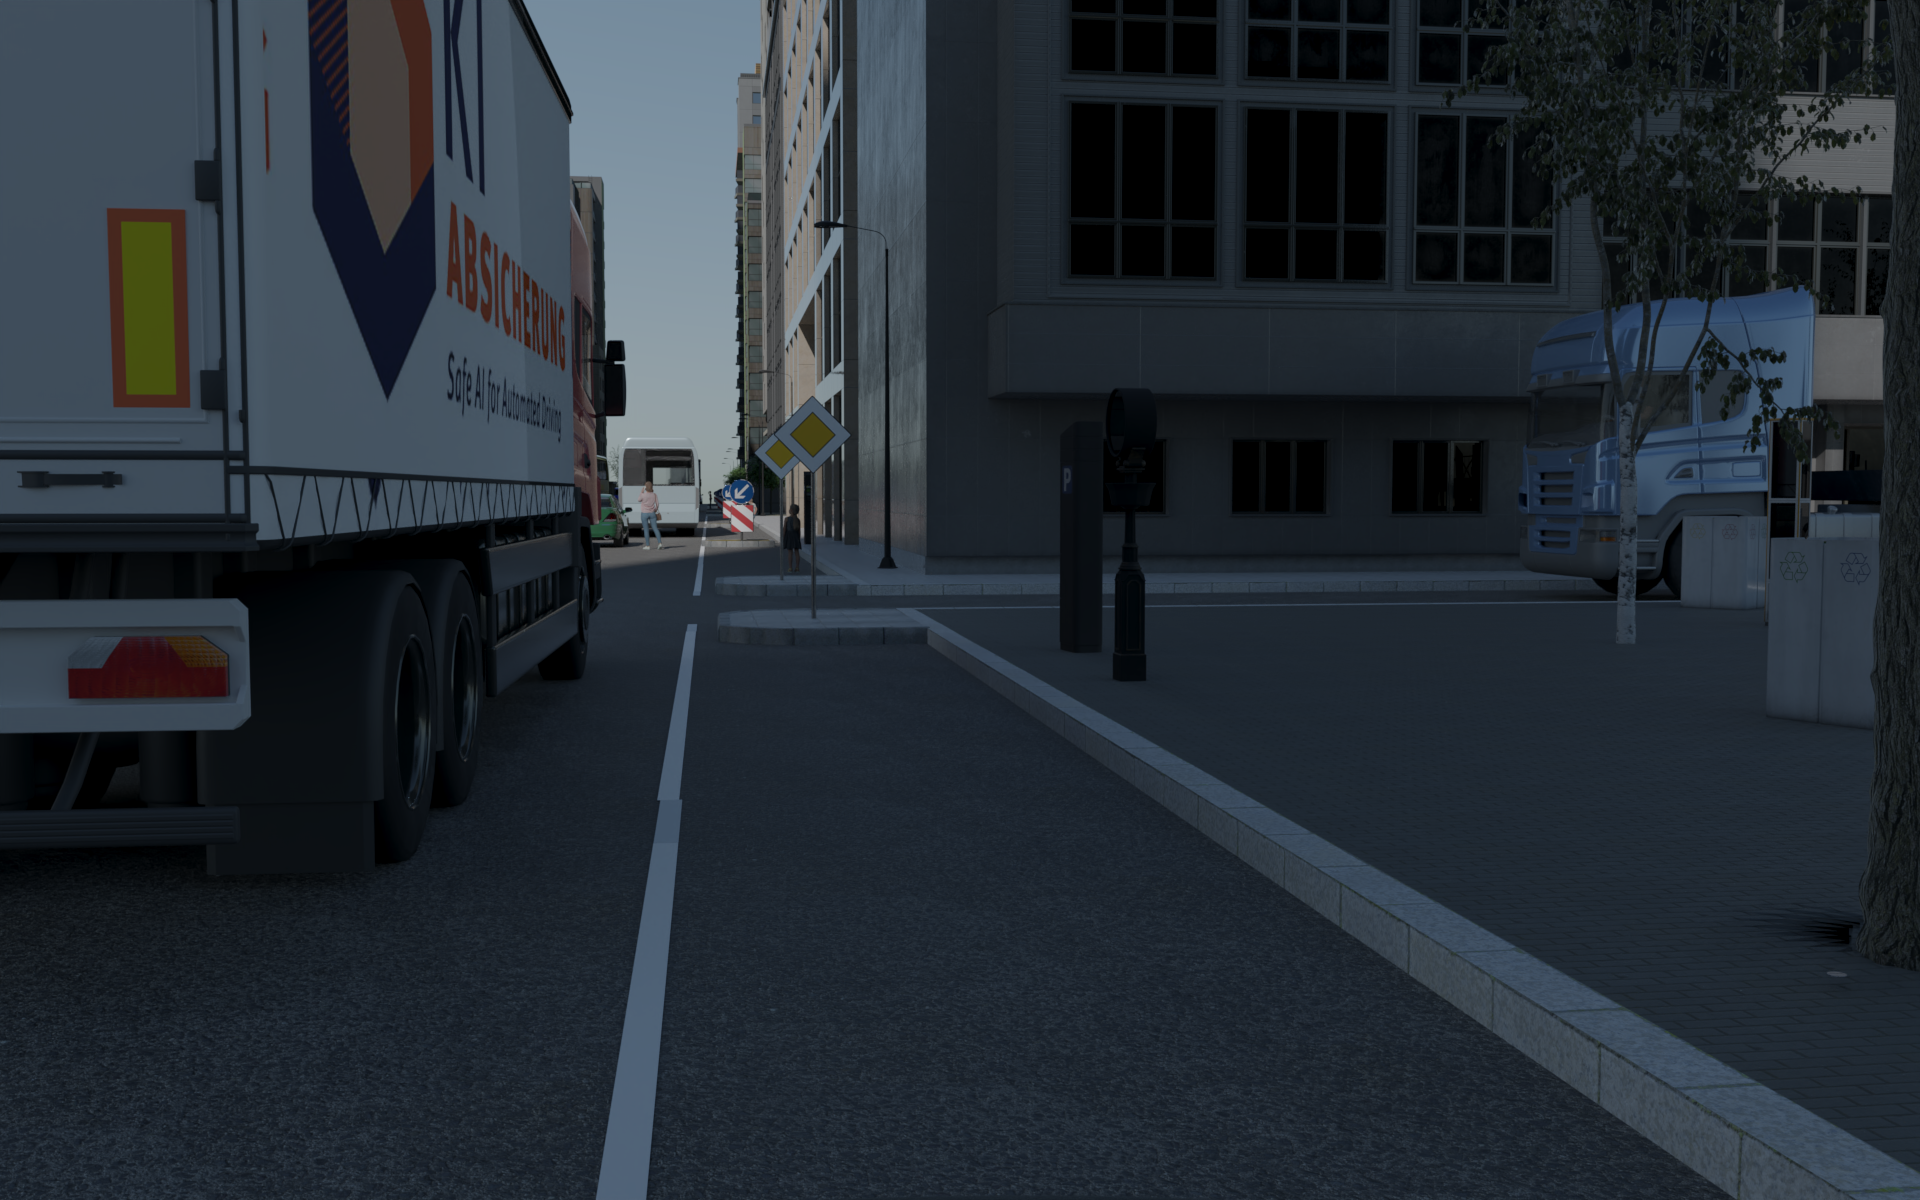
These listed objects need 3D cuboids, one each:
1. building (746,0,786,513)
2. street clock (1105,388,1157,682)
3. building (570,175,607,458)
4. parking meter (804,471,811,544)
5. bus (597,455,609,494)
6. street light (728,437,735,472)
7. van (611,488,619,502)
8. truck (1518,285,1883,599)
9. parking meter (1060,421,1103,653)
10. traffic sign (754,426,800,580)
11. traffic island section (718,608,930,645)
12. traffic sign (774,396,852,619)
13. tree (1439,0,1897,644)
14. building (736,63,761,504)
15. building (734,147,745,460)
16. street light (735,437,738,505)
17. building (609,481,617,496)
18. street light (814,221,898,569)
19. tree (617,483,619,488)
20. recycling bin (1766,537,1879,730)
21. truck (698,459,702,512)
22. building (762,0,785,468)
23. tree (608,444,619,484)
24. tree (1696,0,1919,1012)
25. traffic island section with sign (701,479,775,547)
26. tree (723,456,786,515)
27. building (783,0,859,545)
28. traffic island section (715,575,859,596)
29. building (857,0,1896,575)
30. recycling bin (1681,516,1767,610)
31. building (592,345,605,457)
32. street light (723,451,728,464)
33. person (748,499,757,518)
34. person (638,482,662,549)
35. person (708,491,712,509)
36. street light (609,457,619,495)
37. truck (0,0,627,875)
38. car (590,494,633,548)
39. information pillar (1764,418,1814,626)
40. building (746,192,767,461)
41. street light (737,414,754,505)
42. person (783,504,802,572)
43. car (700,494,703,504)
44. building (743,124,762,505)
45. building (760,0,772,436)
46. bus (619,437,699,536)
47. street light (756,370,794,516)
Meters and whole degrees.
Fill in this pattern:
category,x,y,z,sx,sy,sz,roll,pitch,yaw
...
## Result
category,x,y,z,sx,sy,sz,roll,pitch,yaw
building,-4.996,-41.911,123.493,20.563,71.187,20.611,-1,4,-8
street clock,1.168,-0.448,11.889,0.358,2.002,0.471,-1,4,-12
building,-51.706,-32.561,215.961,14.154,41.232,14.086,-1,4,-8
parking meter,-3.846,-2.355,44.219,0.255,1.863,0.399,-1,4,-11
bus,-20.678,-6.216,93.182,2.896,3.916,12.252,0,4,-7
street light,-17.848,-10.287,140.725,1.470,5.913,1.316,-1,4,-8
van,-30.828,-9.469,159.198,2.240,2.365,5.245,0,4,-7
truck,16.511,-2.092,23.968,18.799,4.110,2.967,0,4,-6
parking meter,0.987,-0.515,14.128,0.255,1.863,0.399,-1,4,-17
traffic sign,-2.652,-1.349,25.692,0.795,2.450,0.064,-1,4,-8
traffic island section,-1.487,0.270,17.869,2.009,0.180,2.903,-1,4,-8
traffic sign,-1.509,-0.865,17.789,0.795,2.450,0.064,-1,4,-8
tree,5.743,-3.916,14.391,4.360,8.622,3.978,0,3,0
building,-20.756,-43.006,245.148,21.231,58.520,28.212,-1,4,-8
building,-16.929,-34.400,217.070,22.147,44.769,28.867,-1,4,-8
street light,-12.756,-8.129,105.442,1.470,5.913,1.316,-1,4,-8
building,-63.226,-33.173,234.257,32.217,40.220,23.993,-1,4,-8
street light,-1.787,-3.494,29.672,1.470,5.913,1.316,-1,4,-8
tree,-49.755,-15.689,251.115,1.663,3.219,1.824,0,3,0
recycling bin,5.110,0.167,9.817,0.722,1.027,0.722,-2,4,-30
truck,-22.915,-9.510,144.399,2.839,4.237,11.283,-1,4,-9
building,-2.617,-18.101,89.459,14.314,27.812,24.014,-1,4,-8
tree,-50.314,-18.725,256.522,4.360,8.622,3.978,0,3,0
tree,2.748,-4.823,4.612,9.928,11.665,9.643,0,3,0
traffic island section with sign,-6.143,-2.397,47.814,1.989,1.847,2.006,-1,4,-8
tree,-11.853,-7.664,109.016,4.285,4.588,4.351,0,3,0
building,4.150,-15.696,61.146,19.350,26.468,34.151,-1,4,-8
traffic island section,-2.629,-0.214,25.773,2.009,0.180,2.903,-1,4,-8
building,13.440,-13.153,34.124,30.058,24.678,14.314,-1,4,-8
recycling bin,8.643,-0.429,19.566,0.722,1.027,0.722,3,5,45
building,-54.748,-21.328,193.758,27.650,21.520,28.899,-1,4,-8
street light,-24.547,-13.114,186.948,1.470,5.913,1.316,-1,4,-8
person,-8.657,-3.612,72.238,0.352,1.250,0.332,-1,4,-22
person,-7.965,-2.181,44.743,0.593,1.750,0.643,-2,4,-31
person,-23.958,-9.639,166.815,0.721,1.743,1.217,0,4,-3
street light,-43.516,-14.979,217.447,1.470,5.913,1.316,-1,4,-8
truck,-3.675,-1.281,9.859,2.839,4.237,11.283,0,4,-7
car,-10.135,-2.199,47.752,2.131,1.459,4.920,0,4,-8
information pillar,8.044,-0.754,16.814,0.304,2.012,0.304,-3,5,-44
building,-13.720,-24.299,168.984,14.160,30.474,14.107,-1,4,-8
street light,-11.963,-7.810,100.240,1.470,5.913,1.316,-1,4,-8
person,-3.091,-1.138,31.781,0.362,1.253,0.373,-1,4,-22
car,-37.148,-14.323,242.845,2.281,1.827,5.304,0,4,-7
building,-17.293,-31.290,195.187,14.154,41.232,14.086,-1,4,-8
building,-3.177,-34.227,148.845,28.713,52.752,27.495,-1,4,-8
bus,-10.895,-4.137,62.496,2.948,3.499,13.247,-1,4,-10
street light,-6.835,-5.653,64.962,1.470,5.913,1.316,-1,4,-8
